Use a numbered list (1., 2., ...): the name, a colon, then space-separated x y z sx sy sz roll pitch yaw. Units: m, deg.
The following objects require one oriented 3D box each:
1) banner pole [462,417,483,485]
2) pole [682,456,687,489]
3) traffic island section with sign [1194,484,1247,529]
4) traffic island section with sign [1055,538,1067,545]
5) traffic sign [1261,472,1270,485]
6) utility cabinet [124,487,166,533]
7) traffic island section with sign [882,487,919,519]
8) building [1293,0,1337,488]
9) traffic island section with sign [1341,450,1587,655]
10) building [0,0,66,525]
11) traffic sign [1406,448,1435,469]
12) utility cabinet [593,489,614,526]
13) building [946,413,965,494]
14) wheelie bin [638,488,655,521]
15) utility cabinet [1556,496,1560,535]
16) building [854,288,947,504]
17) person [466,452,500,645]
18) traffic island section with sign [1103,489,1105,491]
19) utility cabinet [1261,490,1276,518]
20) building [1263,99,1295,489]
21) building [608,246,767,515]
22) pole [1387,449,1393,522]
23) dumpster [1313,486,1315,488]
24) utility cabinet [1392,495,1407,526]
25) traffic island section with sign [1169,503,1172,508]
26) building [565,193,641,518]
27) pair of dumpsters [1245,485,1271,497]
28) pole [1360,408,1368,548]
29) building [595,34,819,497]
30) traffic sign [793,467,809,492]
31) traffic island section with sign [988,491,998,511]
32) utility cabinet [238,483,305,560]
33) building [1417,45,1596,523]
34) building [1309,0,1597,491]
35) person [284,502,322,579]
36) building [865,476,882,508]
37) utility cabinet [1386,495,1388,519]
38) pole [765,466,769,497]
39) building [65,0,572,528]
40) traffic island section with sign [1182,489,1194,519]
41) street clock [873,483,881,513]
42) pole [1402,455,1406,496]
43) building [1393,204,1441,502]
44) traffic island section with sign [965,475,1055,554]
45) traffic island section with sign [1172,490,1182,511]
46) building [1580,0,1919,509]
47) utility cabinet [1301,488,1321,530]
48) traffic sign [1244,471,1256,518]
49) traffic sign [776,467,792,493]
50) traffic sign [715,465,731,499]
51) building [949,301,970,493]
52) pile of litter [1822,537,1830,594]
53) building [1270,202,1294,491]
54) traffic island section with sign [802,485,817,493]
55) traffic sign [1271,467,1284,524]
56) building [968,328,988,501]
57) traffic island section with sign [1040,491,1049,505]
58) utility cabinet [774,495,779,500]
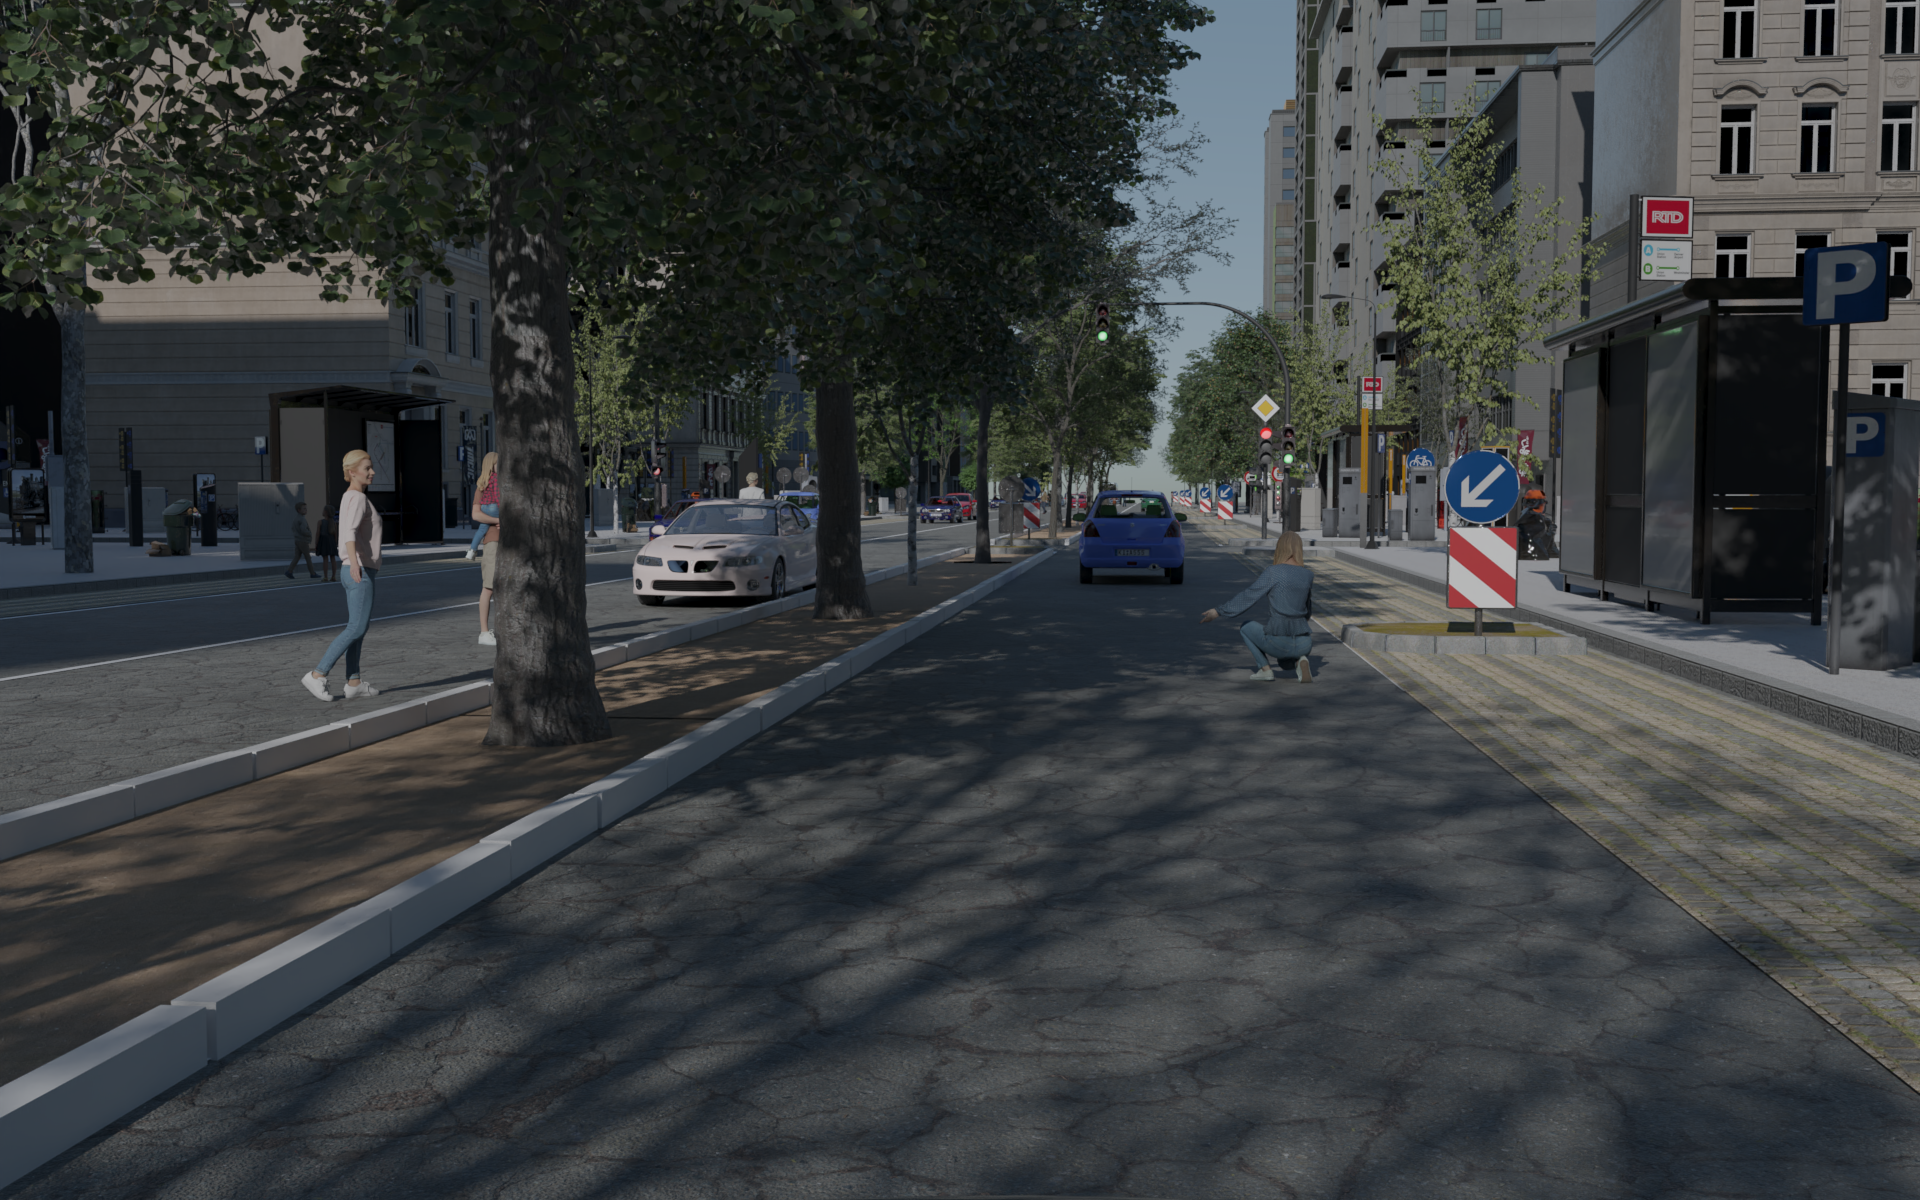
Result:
1. banner pole: -15.622 -4.026 55.839 0.863 3.779 0.401 -3 5 -41
2. pole: -14.935 -6.121 93.916 0.158 3.312 0.155 0 3 0
3. traffic island section with sign: 10.807 -3.844 71.482 1.989 1.847 2.006 0 4 6
4. traffic island section with sign: 2.018 -2.517 49.286 2.006 1.907 1.989 0 4 6
5. traffic sign: 14.087 -4.778 80.253 0.606 2.300 0.079 1 4 11
6. utility cabinet: -26.621 -2.931 56.603 1.173 1.500 0.318 -3 4 -37
7. traffic island section with sign: -3.408 -5.582 99.897 1.989 1.847 2.006 0 4 6
8. building: 52.362 -48.141 225.352 20.563 71.187 20.611 0 4 6
9. traffic island section with sign: 4.663 -0.471 16.335 1.989 1.847 2.006 0 4 6
10. building: -46.096 -14.740 70.671 15.834 23.373 12.332 0 4 6
11. traffic sign: 12.740 -2.927 47.971 0.768 2.556 0.104 0 4 8
12. utility cabinet: -14.227 -3.703 69.223 0.318 1.500 1.173 1 4 22
13. building: -9.979 -49.407 246.053 20.563 71.187 20.611 0 4 6
14. wheelie bin: -15.014 -4.616 83.386 0.980 1.594 0.693 0 4 -1
15. utility cabinet: 19.293 -2.698 55.280 0.306 1.237 1.020 2 4 30
16. building: -9.478 -27.973 229.058 14.160 30.474 14.107 0 4 6
17. person: -4.426 -0.495 16.568 0.573 1.828 0.580 -1 4 -11
18. traffic island section with sign: 10.348 -7.084 123.963 2.006 1.907 1.989 0 4 6
19. utility cabinet: 16.197 -5.060 91.403 0.318 1.500 1.173 0 4 -6
20. building: 56.866 -44.183 264.393 21.231 58.520 28.212 0 4 6
21. building: -19.750 -15.390 116.258 10.561 19.102 19.286 0 4 6
22. pole: 19.474 -5.173 78.423 0.158 3.312 0.155 0 3 0
23. dumpster: 17.808 -4.959 83.575 1.502 2.255 1.985 0 4 6
24. utility cabinet: 18.109 -3.646 70.778 0.306 1.237 1.020 -2 4 -24
25. traffic island section with sign: 22.325 -10.153 174.625 1.989 1.847 2.006 0 4 6
26. building: -26.182 -13.810 93.239 16.820 18.784 16.811 0 4 6
27. pair of dumpsters: 20.455 -7.109 118.729 1.574 2.255 4.437 0 4 7
28. pole: 9.597 -2.893 41.137 0.158 3.312 0.155 0 3 0
29. building: -22.231 -36.665 141.466 21.231 58.520 28.212 0 4 6
30. traffic sign: -7.403 -4.924 80.615 0.768 2.556 0.104 0 4 8
31. traffic island section with sign: 2.230 -8.664 150.289 1.989 1.847 2.006 0 4 6
32. utility cabinet: -13.296 -1.516 33.473 1.173 1.500 0.318 -2 4 -25
33. building: 33.316 -16.579 90.134 14.314 24.678 30.058 0 4 6
34. building: 49.934 -35.566 170.746 28.713 52.752 27.495 0 4 6
35. person: -11.123 -1.007 29.235 0.475 1.303 0.640 2 4 35
36. building: -24.491 -29.179 168.951 32.217 40.220 23.993 0 4 6
37. utility cabinet: 22.021 -4.765 89.069 0.306 1.237 1.020 -2 4 -30
38. pole: -12.232 -7.084 109.668 0.158 3.312 0.155 0 3 0
39. building: -26.194 -17.619 73.981 13.634 28.700 20.117 0 4 6
40. traffic island section with sign: 13.816 -5.495 98.479 1.989 1.847 2.006 0 4 6
41. street clock: -5.409 -6.645 113.220 0.471 2.002 0.358 3 5 41
42. pole: 23.090 -5.886 90.086 0.158 3.312 0.155 0 3 0
43. building: 35.873 -17.347 113.300 12.332 23.373 15.834 0 4 6
44. traffic island section with sign: 1.186 -2.067 41.925 2.006 1.907 1.989 0 4 6
45. traffic island section with sign: 19.332 -8.513 147.809 1.989 1.847 2.006 0 4 6
46. building: 36.456 -16.174 61.710 25.104 27.353 12.463 0 4 6
47. utility cabinet: 12.388 -3.264 62.052 0.318 1.500 1.173 -3 4 -36
48. traffic sign: 15.845 -5.763 94.333 0.768 2.556 0.104 1 4 15
49. traffic sign: -8.441 -5.066 82.940 0.768 2.556 0.104 1 4 15
50. traffic sign: -10.503 -4.677 76.582 0.768 2.556 0.104 1 4 14
51. building: -6.066 -37.558 264.184 14.600 45.320 14.200 0 4 6
52. pile of litter: 11.017 -0.480 21.812 1.176 0.858 1.719 -1 4 -14
53. building: 50.904 -34.267 243.852 14.154 41.232 14.086 0 4 6
54. traffic island section with sign: -6.398 -3.944 73.107 1.989 1.847 2.006 0 4 6
55. traffic sign: 13.839 -4.573 74.880 0.768 2.556 0.104 1 4 13
56. building: -3.104 -36.366 278.183 14.154 41.232 14.086 0 4 6
57. traffic island section with sign: 11.336 -13.647 231.750 1.989 1.847 2.006 0 4 6
58. utility cabinet: -8.908 -4.696 87.934 1.020 1.237 0.306 0 4 8
